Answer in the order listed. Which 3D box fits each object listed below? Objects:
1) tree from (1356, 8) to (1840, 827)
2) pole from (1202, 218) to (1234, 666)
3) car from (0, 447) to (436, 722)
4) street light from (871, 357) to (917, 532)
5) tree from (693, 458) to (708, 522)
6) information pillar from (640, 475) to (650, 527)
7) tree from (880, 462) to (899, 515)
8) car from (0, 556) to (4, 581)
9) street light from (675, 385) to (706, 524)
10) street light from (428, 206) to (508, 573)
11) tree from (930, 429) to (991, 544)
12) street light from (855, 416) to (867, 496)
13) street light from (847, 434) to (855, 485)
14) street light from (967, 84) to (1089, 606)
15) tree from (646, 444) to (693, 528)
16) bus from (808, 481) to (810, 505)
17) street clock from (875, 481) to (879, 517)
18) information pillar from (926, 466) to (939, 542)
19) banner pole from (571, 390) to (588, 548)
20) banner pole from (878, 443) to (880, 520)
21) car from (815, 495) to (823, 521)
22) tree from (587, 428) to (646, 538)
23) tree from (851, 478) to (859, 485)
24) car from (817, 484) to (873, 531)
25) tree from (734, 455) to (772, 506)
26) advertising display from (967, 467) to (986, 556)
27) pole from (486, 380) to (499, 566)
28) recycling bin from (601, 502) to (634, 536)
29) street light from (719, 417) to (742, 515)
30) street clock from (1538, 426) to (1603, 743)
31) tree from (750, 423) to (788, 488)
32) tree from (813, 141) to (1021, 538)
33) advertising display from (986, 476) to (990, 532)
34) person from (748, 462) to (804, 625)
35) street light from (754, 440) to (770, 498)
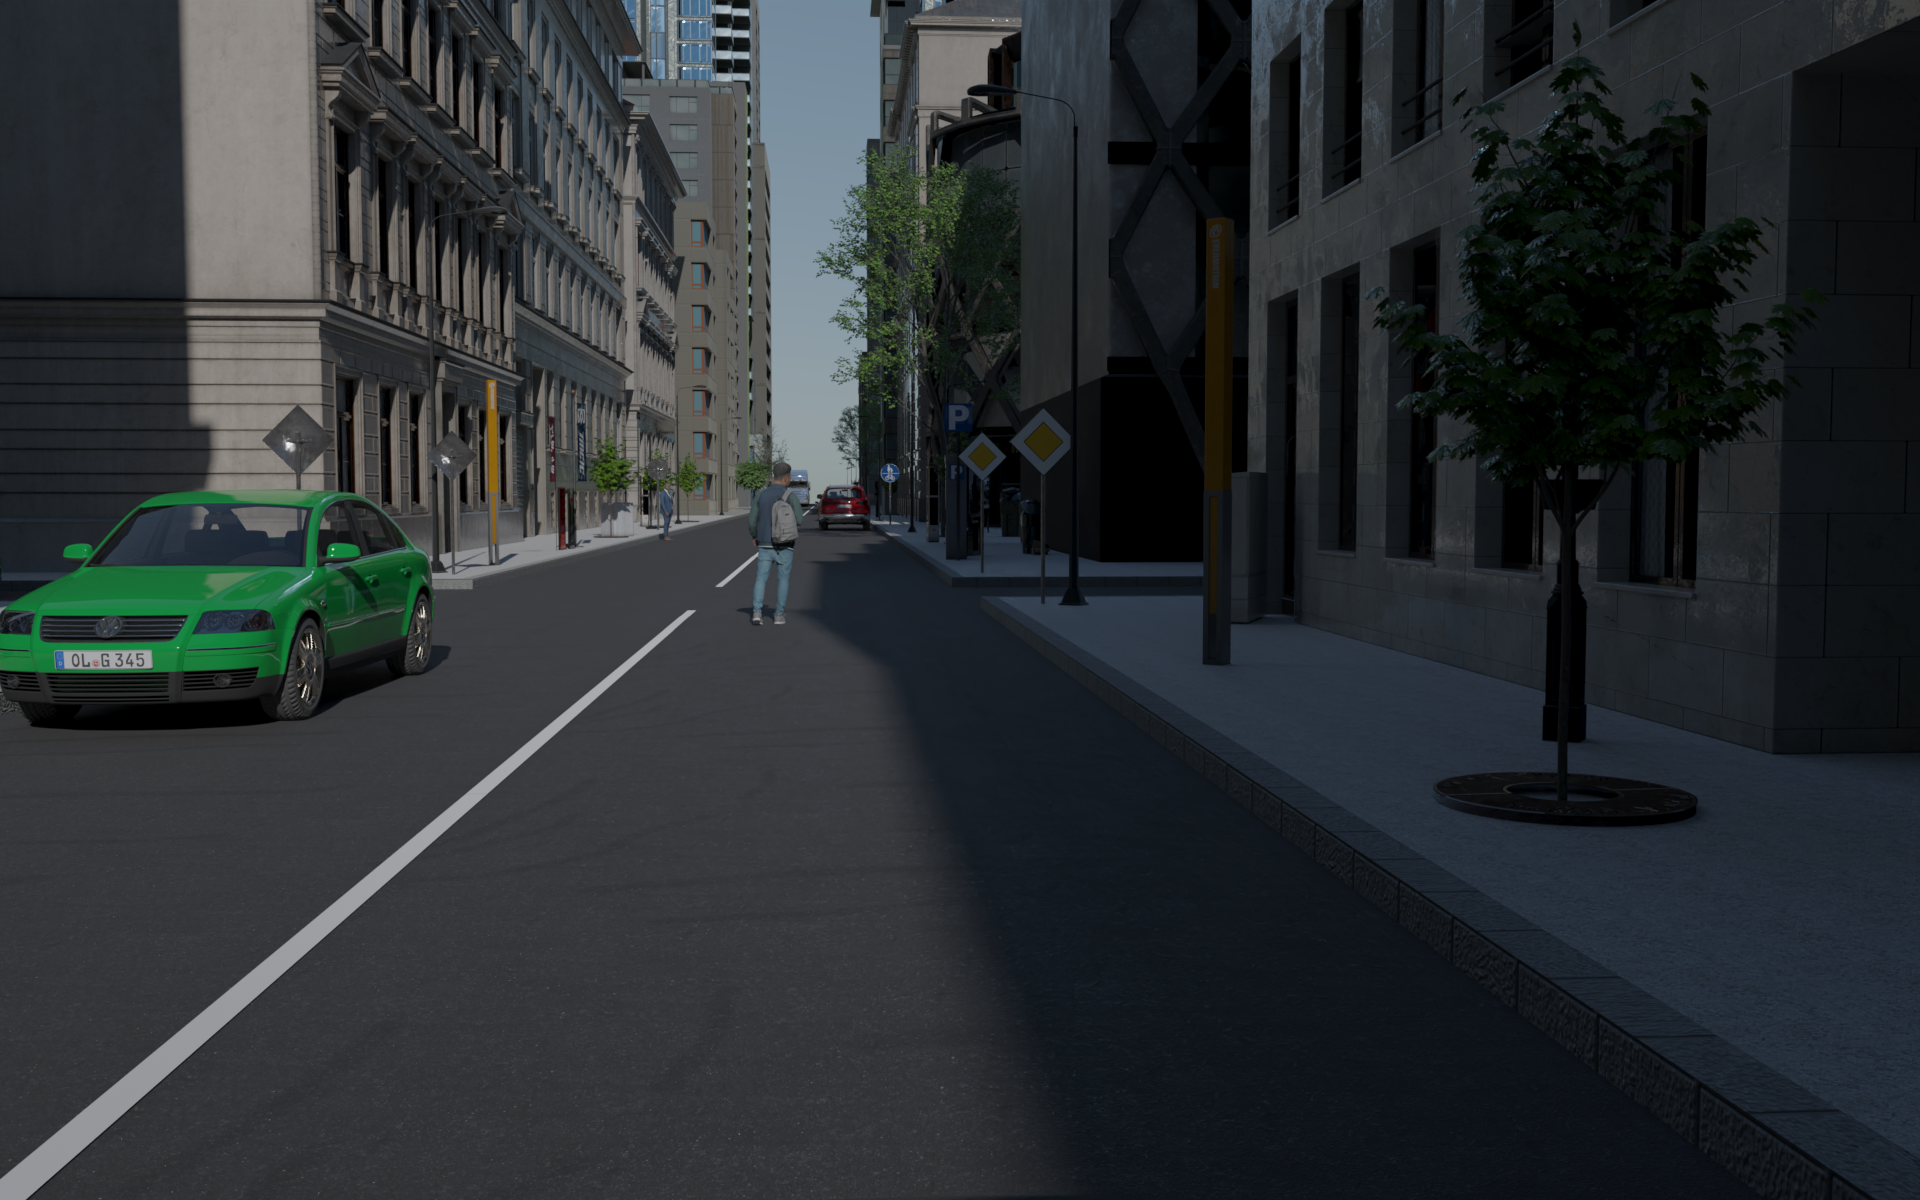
[{"bbox_3d":[2.369,-0.760,7.034,1.663,3.219,1.824,0,3,0],"label":"tree"},{"bbox_3d":[1.933,-1.169,12.951,0.158,3.312,0.155,0,3,0],"label":"pole"},{"bbox_3d":[-5.068,-0.215,12.316,1.959,1.807,4.718,0,4,-3],"label":"car"},{"bbox_3d":[-2.145,-5.219,57.868,1.470,5.913,1.316,0,4,-4],"label":"street light"},{"bbox_3d":[-12.254,-5.150,78.802,1.663,3.219,1.824,0,3,0],"label":"tree"},{"bbox_3d":[-12.391,-3.886,68.035,0.304,2.012,0.304,-2,4,-27],"label":"information pillar"},{"bbox_3d":[-4.221,-6.745,104.884,1.663,3.219,1.824,0,3,0],"label":"tree"},{"bbox_3d":[-15.792,-0.732,23.760,4.920,1.459,2.131,0,4,-4],"label":"car"},{"bbox_3d":[-11.480,-6.191,73.759,1.470,5.913,1.316,0,4,-4],"label":"street light"},{"bbox_3d":[-7.998,-3.397,28.085,1.470,5.913,1.316,0,4,-4],"label":"street light"},{"bbox_3d":[-0.026,-3.034,44.209,1.663,3.219,1.824,0,3,0],"label":"tree"},{"bbox_3d":[-5.338,-7.950,102.516,1.470,5.913,1.316,0,4,-4],"label":"street light"},{"bbox_3d":[-7.822,-9.903,134.458,1.470,5.913,1.316,0,4,-4],"label":"street light"},{"bbox_3d":[0.777,-2.893,19.848,1.470,5.913,1.316,0,4,-4],"label":"street light"},{"bbox_3d":[-11.430,-4.377,66.164,1.663,3.219,1.824,0,3,0],"label":"tree"},{"bbox_3d":[-20.371,-13.739,219.484,2.948,3.499,13.247,0,4,-4],"label":"bus"},{"bbox_3d":[-4.538,-5.542,95.176,0.358,2.002,0.471,0,4,2],"label":"street clock"},{"bbox_3d":[-0.719,-2.538,45.996,0.304,2.012,0.304,-1,4,-12],"label":"information pillar"},{"bbox_3d":[-9.205,-3.169,41.828,0.401,3.779,0.863,1,4,16],"label":"banner pole"},{"bbox_3d":[-3.966,-5.795,84.768,0.401,3.779,0.863,0,4,-6],"label":"banner pole"},{"bbox_3d":[-6.797,-5.090,93.014,2.009,1.686,4.222,0,4,-3],"label":"car"},{"bbox_3d":[-10.238,-3.439,50.834,1.663,3.219,1.824,0,3,0],"label":"tree"},{"bbox_3d":[-12.416,-12.894,205.412,1.663,3.219,1.824,0,3,0],"label":"tree"},{"bbox_3d":[-4.602,-3.707,69.286,2.281,1.827,5.304,0,4,-3],"label":"car"},{"bbox_3d":[-17.444,-9.894,145.481,4.285,4.588,4.351,0,3,0],"label":"tree"},{"bbox_3d":[0.279,-1.886,36.047,0.123,1.923,0.974,1,4,19],"label":"advertising display"},{"bbox_3d":[-8.389,-2.277,31.077,0.158,3.312,0.155,0,3,0],"label":"pole"},{"bbox_3d":[-10.411,-2.449,52.601,0.722,1.027,0.722,3,5,42],"label":"recycling bin"},{"bbox_3d":[-13.826,-8.057,104.265,1.470,5.913,1.316,0,4,-4],"label":"street light"},{"bbox_3d":[3.153,-0.270,8.978,0.358,2.002,0.471,2,4,30],"label":"street clock"},{"bbox_3d":[-19.781,-13.946,178.383,4.360,8.622,3.978,0,3,0],"label":"tree"},{"bbox_3d":[-0.505,-7.689,51.476,9.928,11.665,9.643,0,3,0],"label":"tree"},{"bbox_3d":[0.531,-3.213,57.743,0.974,1.923,0.123,-1,4,-16],"label":"advertising display"},{"bbox_3d":[-2.019,-0.623,19.028,0.623,1.781,0.721,0,4,-3],"label":"person"},{"bbox_3d":[-17.194,-10.823,149.493,1.470,5.913,1.316,0,4,-4],"label":"street light"}]
